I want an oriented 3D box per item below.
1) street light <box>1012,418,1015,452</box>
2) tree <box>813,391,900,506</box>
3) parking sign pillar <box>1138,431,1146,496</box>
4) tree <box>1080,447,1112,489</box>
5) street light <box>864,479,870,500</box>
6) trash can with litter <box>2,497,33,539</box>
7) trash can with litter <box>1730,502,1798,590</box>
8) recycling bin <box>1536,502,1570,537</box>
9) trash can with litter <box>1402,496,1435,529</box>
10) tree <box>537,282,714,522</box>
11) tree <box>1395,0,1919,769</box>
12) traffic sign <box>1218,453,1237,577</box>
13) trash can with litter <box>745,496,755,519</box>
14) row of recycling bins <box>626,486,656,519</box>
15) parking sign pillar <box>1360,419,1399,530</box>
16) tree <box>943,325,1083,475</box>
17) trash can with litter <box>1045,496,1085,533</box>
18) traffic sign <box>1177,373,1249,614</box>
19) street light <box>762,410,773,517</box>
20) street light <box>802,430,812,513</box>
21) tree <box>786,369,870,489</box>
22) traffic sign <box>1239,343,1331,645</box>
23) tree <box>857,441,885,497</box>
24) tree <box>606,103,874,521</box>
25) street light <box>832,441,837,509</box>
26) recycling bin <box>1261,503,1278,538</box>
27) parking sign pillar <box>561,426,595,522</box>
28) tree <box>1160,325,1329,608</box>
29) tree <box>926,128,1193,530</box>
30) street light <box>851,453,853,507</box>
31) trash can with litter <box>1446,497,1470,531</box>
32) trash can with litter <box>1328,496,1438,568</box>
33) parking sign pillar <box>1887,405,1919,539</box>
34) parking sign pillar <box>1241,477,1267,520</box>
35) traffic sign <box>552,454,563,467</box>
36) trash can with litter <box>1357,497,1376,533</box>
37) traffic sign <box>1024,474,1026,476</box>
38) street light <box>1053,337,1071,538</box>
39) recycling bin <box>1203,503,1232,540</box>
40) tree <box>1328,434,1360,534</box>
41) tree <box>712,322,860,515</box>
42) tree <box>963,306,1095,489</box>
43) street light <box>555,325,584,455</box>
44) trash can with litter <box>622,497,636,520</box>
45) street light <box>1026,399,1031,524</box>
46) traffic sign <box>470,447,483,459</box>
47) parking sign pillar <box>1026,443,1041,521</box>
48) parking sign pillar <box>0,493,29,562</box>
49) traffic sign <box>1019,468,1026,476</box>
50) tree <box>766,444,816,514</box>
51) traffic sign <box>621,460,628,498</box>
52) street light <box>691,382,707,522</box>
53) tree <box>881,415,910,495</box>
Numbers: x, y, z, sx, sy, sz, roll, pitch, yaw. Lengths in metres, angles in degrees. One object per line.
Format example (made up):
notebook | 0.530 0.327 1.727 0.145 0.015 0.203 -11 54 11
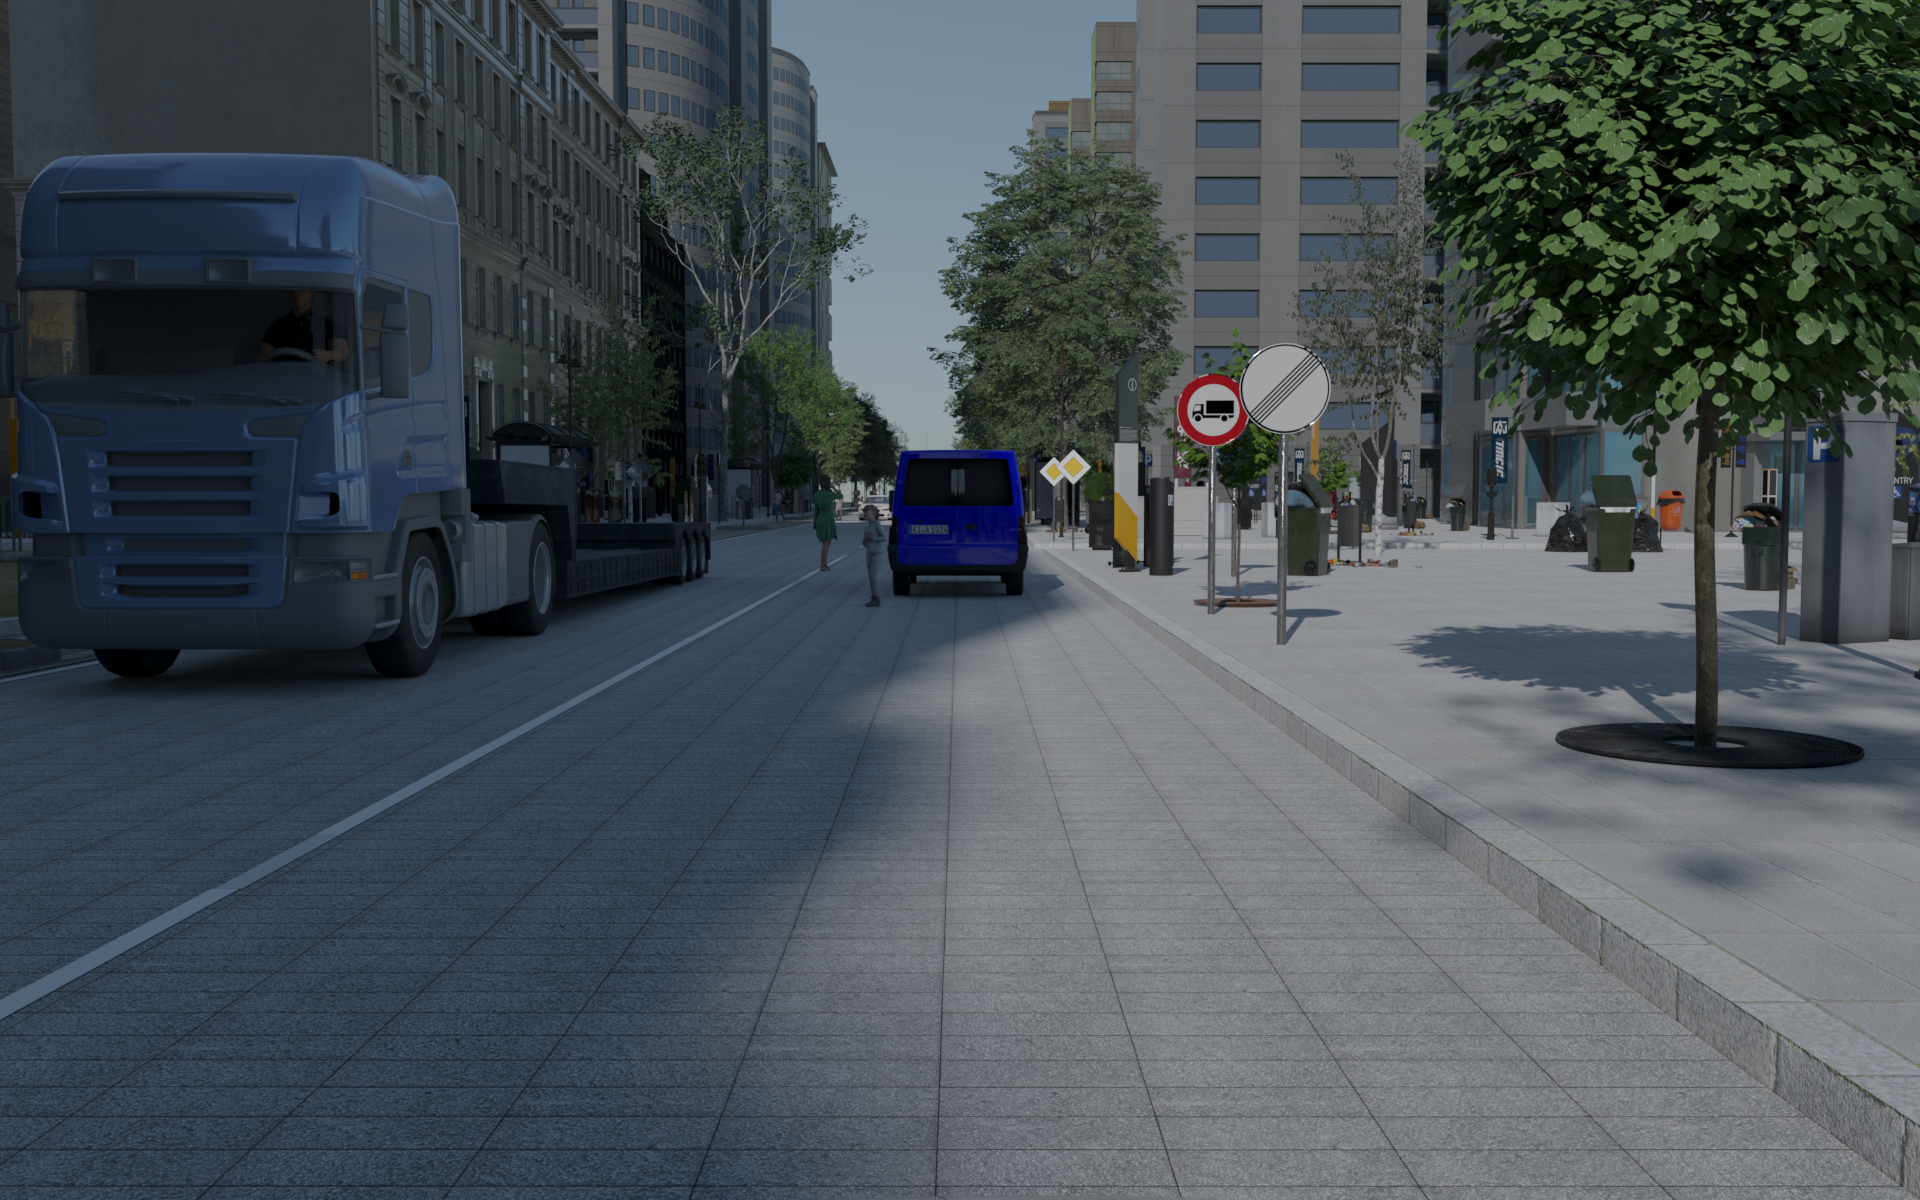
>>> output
street light | 3.077 -7.674 98.256 0.468 5.910 1.993 0 3 0
tree | -11.167 -16.498 186.741 9.611 12.733 9.660 0 3 0
parking sign pillar | 7.023 -5.051 71.064 1.447 3.967 1.447 -3 4 -38
tree | 7.971 -7.418 104.999 4.285 4.588 4.351 0 3 0
street light | -10.696 -13.548 194.297 0.468 5.910 1.993 0 3 0
trash can with litter | -27.642 -2.372 49.835 1.678 1.210 2.233 3 5 41
trash can with litter | 10.837 -0.727 23.271 0.624 1.170 1.055 3 5 45
recycling bin | 17.899 -2.430 52.288 0.722 1.027 0.722 -3 4 -37
trash can with litter | 16.939 -3.243 64.407 0.624 1.170 1.055 -2 4 -27
tree | -11.424 -6.682 59.607 4.737 8.622 4.395 0 3 0
tree | 3.838 -1.528 8.697 4.285 4.588 4.351 0 3 0
traffic sign | 4.242 -1.631 26.770 0.768 2.556 0.104 1 4 9
trash can with litter | -11.141 -4.798 89.839 1.055 1.170 0.624 3 4 38
row of recycling bins | -16.742 -5.132 91.013 1.069 1.692 3.534 0 4 5
parking sign pillar | 15.122 -4.530 62.538 1.447 3.967 1.447 -3 5 -44
tree | 3.696 -11.946 112.318 9.611 12.733 9.660 0 3 0
trash can with litter | 3.644 -2.889 58.295 1.678 1.210 2.233 2 4 34
traffic sign | 2.682 -1.120 18.411 0.768 2.556 0.104 0 4 3
street light | -10.616 -7.516 95.679 0.468 5.910 1.993 0 3 0
street light | -10.657 -8.945 119.046 0.468 5.910 1.993 0 3 0
tree | -11.882 -14.554 156.088 7.486 12.596 7.792 0 3 0
traffic sign | 2.739 -0.892 14.688 0.768 2.556 0.104 0 4 2
tree | -10.941 -15.163 198.281 4.360 8.622 3.978 0 3 0
tree | -10.201 -13.845 82.256 12.611 20.169 13.585 0 3 0
street light | -10.697 -10.690 147.562 0.468 5.910 1.993 0 3 0
recycling bin | 9.380 -2.374 51.368 0.722 1.027 0.722 0 4 -7
parking sign pillar | -15.065 -4.877 68.212 1.447 3.967 1.447 1 4 19
tree | 3.092 -1.553 19.998 1.663 3.219 1.824 0 3 0
tree | 3.699 -9.491 61.832 9.857 13.997 8.962 0 3 0
street light | -10.662 -12.119 170.930 0.468 5.910 1.993 0 3 0
trash can with litter | 17.334 -2.986 60.205 0.624 1.170 1.055 2 4 35
trash can with litter | 7.139 -1.202 30.716 1.678 1.210 2.233 -3 4 -36
parking sign pillar | 27.048 -3.752 49.819 1.447 3.967 1.447 -2 4 -30
parking sign pillar | 14.604 -5.963 85.963 1.447 3.967 1.447 -3 5 -40
traffic sign | -12.914 -3.389 55.509 0.768 2.556 0.104 1 4 10
trash can with litter | 13.572 -2.837 57.778 0.624 1.170 1.055 1 4 11
traffic sign | 4.168 -6.378 104.386 0.768 2.556 0.104 0 4 4
street light | 2.994 -4.783 50.997 0.468 5.910 1.993 0 3 0
recycling bin | 7.404 -2.249 49.320 0.722 1.027 0.722 3 5 45
tree | 11.794 -3.735 55.662 1.663 3.219 1.824 0 3 0
tree | -11.262 -10.995 105.530 9.928 11.665 9.643 0 3 0
tree | 3.725 -10.153 91.752 9.928 11.665 9.643 0 3 0
street light | -10.684 -4.569 47.491 0.468 5.910 1.993 0 3 0
trash can with litter | -16.713 -4.626 87.028 1.055 1.170 0.624 -1 4 -15
street light | 2.970 -6.245 74.888 0.468 5.910 1.993 0 3 0
traffic sign | -13.127 -2.825 46.294 0.768 2.556 0.104 0 4 3
parking sign pillar | 3.483 -5.815 83.550 1.447 3.967 1.447 0 4 -7
parking sign pillar | -18.561 -2.717 32.891 1.447 3.967 1.447 -2 4 -35
traffic sign | 3.553 -7.719 120.085 2.265 3.308 0.079 1 4 8
tree | -11.058 -7.926 113.306 4.285 4.588 4.351 0 3 0
traffic sign | -12.428 -3.918 64.162 0.768 2.556 0.104 0 4 7
street light | -10.717 -6.033 71.429 0.468 5.910 1.993 0 3 0
tree | -11.668 -21.774 266.376 12.009 13.543 11.850 0 3 0
